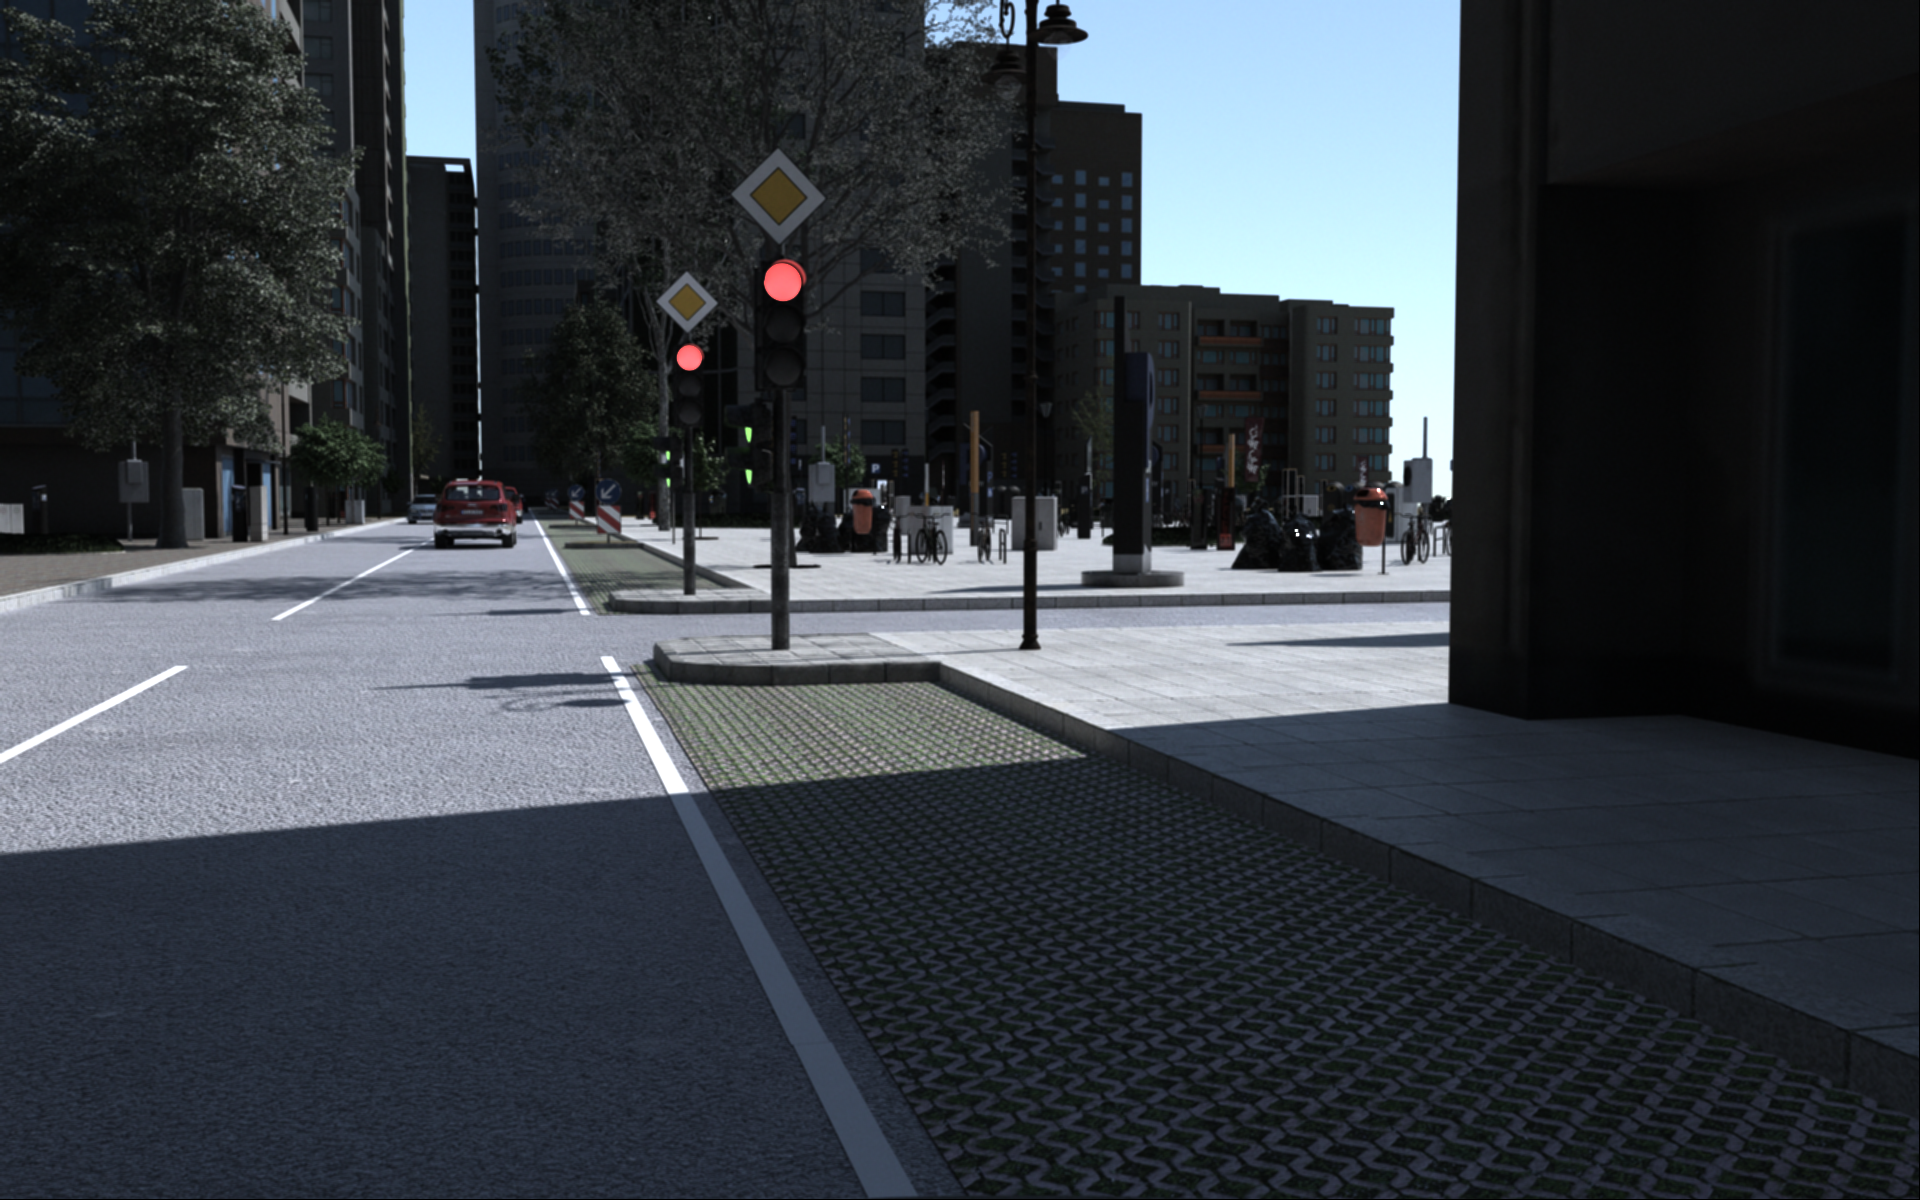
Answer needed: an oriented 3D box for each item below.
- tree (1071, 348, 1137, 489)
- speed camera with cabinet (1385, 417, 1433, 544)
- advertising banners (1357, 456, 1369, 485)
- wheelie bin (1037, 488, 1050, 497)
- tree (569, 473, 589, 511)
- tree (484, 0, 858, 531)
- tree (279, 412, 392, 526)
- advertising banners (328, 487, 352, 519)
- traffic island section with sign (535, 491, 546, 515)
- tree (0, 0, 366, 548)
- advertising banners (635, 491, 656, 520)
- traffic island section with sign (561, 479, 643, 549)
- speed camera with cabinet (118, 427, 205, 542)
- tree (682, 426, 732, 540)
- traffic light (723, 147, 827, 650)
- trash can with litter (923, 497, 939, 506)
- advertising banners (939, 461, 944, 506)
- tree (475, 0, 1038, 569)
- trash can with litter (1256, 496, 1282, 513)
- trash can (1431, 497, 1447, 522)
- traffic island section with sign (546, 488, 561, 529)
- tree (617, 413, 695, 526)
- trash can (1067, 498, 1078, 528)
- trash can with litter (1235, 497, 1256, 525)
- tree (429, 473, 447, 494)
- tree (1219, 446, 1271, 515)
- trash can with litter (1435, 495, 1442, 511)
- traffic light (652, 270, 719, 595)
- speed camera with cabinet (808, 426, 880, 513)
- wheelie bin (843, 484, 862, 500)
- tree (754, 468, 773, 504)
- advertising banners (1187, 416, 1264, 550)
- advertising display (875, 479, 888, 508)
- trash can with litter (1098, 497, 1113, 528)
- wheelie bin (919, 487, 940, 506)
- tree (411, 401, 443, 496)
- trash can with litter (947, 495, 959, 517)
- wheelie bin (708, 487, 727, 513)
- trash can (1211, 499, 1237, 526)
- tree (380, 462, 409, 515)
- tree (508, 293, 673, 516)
[{"bbox_3d":[7.938,-8.386,87.474,4.737,8.622,4.395,0,3,0],"label":"tree"},{"bbox_3d":[11.647,-3.099,45.005,0.660,3.252,2.038,0,4,-5],"label":"speed camera with cabinet"},{"bbox_3d":[19.252,-5.094,79.473,2.074,3.025,0.090,0,4,1],"label":"advertising banners"},{"bbox_3d":[4.446,-5.068,90.769,0.693,1.594,0.980,3,4,39],"label":"wheelie bin"},{"bbox_3d":[-28.730,-8.316,130.570,1.663,3.219,1.824,0,3,0],"label":"tree"},{"bbox_3d":[-8.843,-12.468,59.742,12.611,20.169,13.585,0,3,0],"label":"tree"},{"bbox_3d":[-25.328,-5.226,69.154,4.285,4.588,4.351,0,3,0],"label":"tree"},{"bbox_3d":[-32.096,-5.734,89.933,2.074,3.025,0.090,2,4,27],"label":"advertising banners"},{"bbox_3d":[-28.526,-6.888,121.253,1.989,1.847,2.006,-1,4,-14],"label":"traffic island section with sign"},{"bbox_3d":[-18.756,-8.208,40.850,9.857,13.997,8.962,0,3,0],"label":"tree"},{"bbox_3d":[-15.620,-5.596,87.684,0.090,3.025,2.074,3,5,42],"label":"advertising banners"},{"bbox_3d":[-9.461,-2.280,45.901,1.989,1.847,2.006,-1,4,-14],"label":"traffic island section with sign"},{"bbox_3d":[-21.811,-3.239,47.287,2.038,3.252,0.660,-2,4,-32],"label":"speed camera with cabinet"},{"bbox_3d":[-7.305,-3.318,48.850,1.663,3.219,1.824,0,3,0],"label":"tree"},{"bbox_3d":[-1.500,-1.545,14.186,0.839,4.253,0.868,-1,4,-14],"label":"traffic light"},{"bbox_3d":[-1.143,-3.839,74.155,0.624,1.170,1.055,2,4,26],"label":"trash can with litter"},{"bbox_3d":[-0.928,-5.707,89.505,0.090,3.025,2.074,0,4,5],"label":"advertising banners"},{"bbox_3d":[-3.116,-7.306,29.828,12.009,13.543,11.850,0,3,0],"label":"tree"},{"bbox_3d":[12.095,-3.490,68.455,1.055,1.170,0.624,-1,4,-19],"label":"trash can with litter"},{"bbox_3d":[22.058,-4.174,79.897,0.748,1.137,0.748,0,3,0],"label":"trash can"},{"bbox_3d":[-16.155,-3.898,72.362,1.989,1.847,2.006,-1,4,-14],"label":"traffic island section with sign"},{"bbox_3d":[-12.250,-5.286,70.134,4.285,4.588,4.351,0,3,0],"label":"tree"},{"bbox_3d":[4.408,-3.296,65.539,0.748,1.137,0.748,0,3,0],"label":"trash can"},{"bbox_3d":[10.484,-3.275,64.941,0.624,1.170,1.055,-1,4,-13],"label":"trash can with litter"},{"bbox_3d":[-46.890,-9.841,155.496,1.663,3.219,1.824,0,3,0],"label":"tree"},{"bbox_3d":[10.123,-4.031,60.503,1.663,3.219,1.824,0,3,0],"label":"tree"},{"bbox_3d":[29.706,-5.885,107.279,1.678,1.210,2.233,-1,4,-18],"label":"trash can with litter"},{"bbox_3d":[-3.460,-2.019,21.928,0.839,4.253,0.868,-1,4,-14],"label":"traffic light"},{"bbox_3d":[-3.385,-3.451,50.764,2.038,3.252,0.660,-1,4,-18],"label":"speed camera with cabinet"},{"bbox_3d":[-3.404,-3.002,56.993,0.693,1.594,0.980,-2,4,-35],"label":"wheelie bin"},{"bbox_3d":[-9.264,-5.403,82.936,1.663,3.219,1.824,0,3,0],"label":"tree"},{"bbox_3d":[6.056,-2.651,39.533,2.074,3.025,0.090,3,5,43],"label":"advertising banners"},{"bbox_3d":[-3.410,-4.269,75.018,0.123,1.923,0.974,2,4,26],"label":"advertising display"},{"bbox_3d":[5.488,-3.335,65.907,0.624,1.170,1.055,0,4,-4],"label":"trash can with litter"},{"bbox_3d":[-1.459,-4.505,81.559,0.980,1.594,0.693,-1,4,-20],"label":"wheelie bin"},{"bbox_3d":[-43.471,-11.499,138.364,4.737,8.622,4.395,0,3,0],"label":"tree"},{"bbox_3d":[-0.839,-5.245,96.810,2.233,1.210,1.678,1,4,13],"label":"trash can with litter"},{"bbox_3d":[-11.398,-4.509,81.623,0.693,1.594,0.980,2,4,25],"label":"wheelie bin"},{"bbox_3d":[7.710,-2.382,50.604,0.748,1.137,0.748,0,3,0],"label":"trash can"},{"bbox_3d":[-34.424,-6.741,104.815,1.663,3.219,1.824,0,3,0],"label":"tree"},{"bbox_3d":[-20.956,-11.164,99.534,9.611,12.733,9.660,0,3,0],"label":"tree"}]
